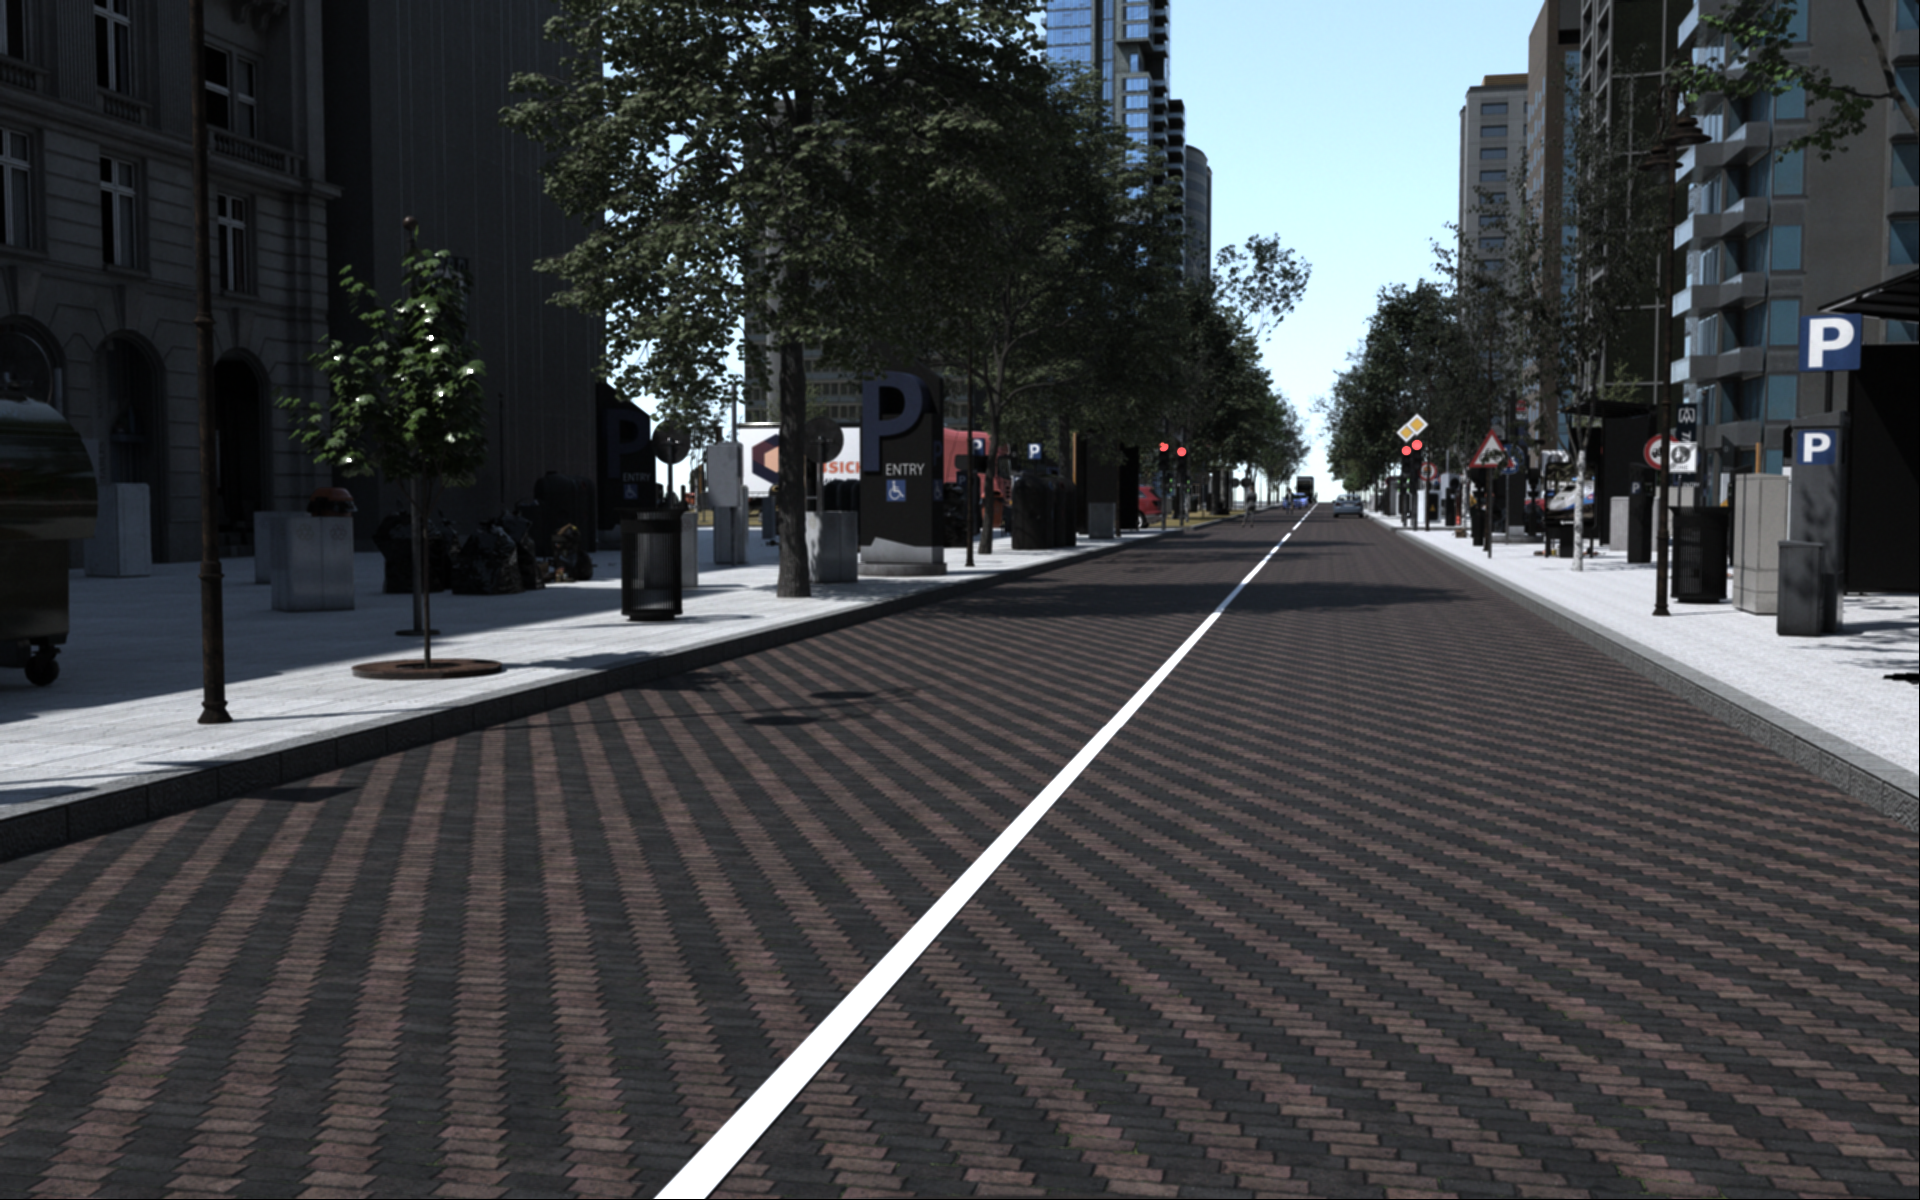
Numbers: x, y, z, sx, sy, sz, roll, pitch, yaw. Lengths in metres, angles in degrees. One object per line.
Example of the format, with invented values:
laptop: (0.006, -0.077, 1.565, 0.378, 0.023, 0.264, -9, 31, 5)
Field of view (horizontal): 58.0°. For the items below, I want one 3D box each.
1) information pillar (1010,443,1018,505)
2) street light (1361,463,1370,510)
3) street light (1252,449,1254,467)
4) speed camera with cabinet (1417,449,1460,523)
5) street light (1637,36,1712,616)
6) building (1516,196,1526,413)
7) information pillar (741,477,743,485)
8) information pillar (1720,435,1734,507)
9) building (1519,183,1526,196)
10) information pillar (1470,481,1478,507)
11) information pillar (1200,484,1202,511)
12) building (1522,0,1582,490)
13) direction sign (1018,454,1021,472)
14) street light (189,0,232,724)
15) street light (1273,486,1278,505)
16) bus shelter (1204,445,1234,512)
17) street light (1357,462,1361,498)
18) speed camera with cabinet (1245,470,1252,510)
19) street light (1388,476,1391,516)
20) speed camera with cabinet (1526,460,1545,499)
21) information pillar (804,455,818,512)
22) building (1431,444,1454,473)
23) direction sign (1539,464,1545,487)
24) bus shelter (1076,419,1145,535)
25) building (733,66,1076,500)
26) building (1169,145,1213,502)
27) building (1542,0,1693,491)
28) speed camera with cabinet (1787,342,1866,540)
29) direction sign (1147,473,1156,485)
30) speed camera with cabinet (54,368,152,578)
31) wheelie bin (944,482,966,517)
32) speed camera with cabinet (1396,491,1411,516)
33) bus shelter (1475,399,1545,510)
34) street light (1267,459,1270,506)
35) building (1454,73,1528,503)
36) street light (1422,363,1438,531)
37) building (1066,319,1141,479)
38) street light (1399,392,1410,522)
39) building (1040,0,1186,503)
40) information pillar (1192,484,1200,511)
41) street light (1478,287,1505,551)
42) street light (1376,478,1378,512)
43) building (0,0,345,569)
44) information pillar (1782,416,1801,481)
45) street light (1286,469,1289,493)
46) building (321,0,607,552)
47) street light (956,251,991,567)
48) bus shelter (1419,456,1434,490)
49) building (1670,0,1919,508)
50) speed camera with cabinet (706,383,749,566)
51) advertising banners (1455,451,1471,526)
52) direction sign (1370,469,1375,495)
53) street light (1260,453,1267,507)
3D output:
information pillar: (2.373, -5.294, 77.911, 0.504, 3.616, 0.183, 1, 4, 18)
street light: (35.878, -11.015, 152.881, 0.468, 5.910, 1.993, 1, 4, 12)
street light: (24.462, -10.538, 145.090, 0.468, 5.910, 1.993, 1, 4, 12)
speed camera with cabinet: (21.089, -5.016, 76.347, 2.038, 3.252, 0.660, -2, 4, -27)
street light: (7.411, -2.773, 18.122, 0.468, 5.910, 1.993, 1, 4, 12)
building: (60.793, -24.159, 166.705, 14.160, 30.474, 14.107, 1, 4, 12)
information pillar: (-8.081, -3.574, 62.921, 0.304, 2.012, 0.304, 1, 4, 20)
information pillar: (30.334, -4.719, 68.509, 0.504, 3.616, 0.183, 0, 4, -3)
building: (73.166, -30.083, 183.743, 32.217, 40.220, 23.993, 1, 4, 12)
information pillar: (28.836, -6.466, 97.070, 0.183, 3.616, 0.504, -3, 4, -38)
information pillar: (18.252, -7.810, 132.186, 0.304, 2.012, 0.304, -3, 5, -43)
building: (57.619, -30.713, 152.261, 14.600, 45.320, 14.200, 1, 4, 12)
direction sign: (3.113, -6.528, 98.728, 0.876, 3.537, 0.379, -2, 4, -32)
street light: (-4.189, -2.249, 9.561, 0.468, 5.910, 1.993, 1, 4, 12)
street light: (37.682, -14.382, 207.925, 0.468, 5.910, 1.993, 1, 4, 12)
bus shelter: (19.358, -9.291, 129.541, 2.179, 5.291, 8.768, 1, 4, 12)
street light: (40.334, -12.318, 174.183, 0.468, 5.910, 1.993, 1, 4, 12)
speed camera with cabinet: (23.095, -8.842, 138.905, 0.660, 3.252, 2.038, 1, 4, 9)
street light: (24.703, -7.756, 99.591, 0.468, 5.910, 1.993, 1, 4, 12)
speed camera with cabinet: (33.998, -6.552, 101.459, 2.038, 3.252, 0.660, -3, 4, -38)
information pillar: (-2.757, -1.629, 31.132, 0.304, 2.012, 0.304, -3, 5, -43)
building: (90.434, -26.492, 278.185, 27.650, 21.520, 28.899, 1, 4, 12)
direction sign: (44.577, -8.574, 132.187, 0.876, 3.537, 0.379, -1, 4, -17)
bus shelter: (5.113, -4.039, 57.315, 1.731, 3.624, 6.357, 1, 4, 12)
building: (-3.164, -28.698, 161.094, 32.217, 40.220, 23.993, 1, 4, 12)
building: (30.027, -45.565, 286.980, 21.231, 58.520, 28.212, 1, 4, 12)
building: (54.736, -42.015, 125.196, 20.563, 71.187, 20.611, 1, 4, 12)
speed camera with cabinet: (11.372, -1.766, 23.207, 0.660, 3.252, 2.038, -1, 4, -12)
direction sign: (15.659, -9.178, 142.050, 0.876, 3.537, 0.379, 3, 4, 38)
speed camera with cabinet: (-13.498, -2.002, 27.071, 2.038, 3.252, 0.660, 2, 4, 34)
wheelie bin: (-0.234, -2.380, 46.820, 0.693, 1.594, 0.980, 2, 4, 30)
speed camera with cabinet: (26.118, -6.430, 99.466, 2.038, 3.252, 0.660, 1, 4, 14)
bus shelter: (22.295, -5.697, 70.773, 2.179, 5.291, 8.768, 1, 4, 12)
street light: (33.306, -13.113, 187.192, 0.468, 5.910, 1.993, 1, 4, 12)
building: (82.301, -43.232, 248.838, 21.231, 58.520, 28.212, 1, 4, 12)
street light: (16.196, -5.323, 59.823, 0.468, 5.910, 1.993, 1, 4, 12)
building: (4.242, -20.920, 187.084, 27.650, 21.520, 28.899, 1, 4, 12)
street light: (20.180, -6.481, 78.754, 0.468, 5.910, 1.993, 1, 4, 12)
building: (23.239, -57.778, 257.345, 22.319, 86.520, 31.000, 1, 4, 12)
information pillar: (17.242, -7.512, 127.308, 0.304, 2.012, 0.304, 1, 4, 16)
street light: (11.867, -4.040, 38.839, 0.468, 5.910, 1.993, 1, 4, 12)
street light: (29.006, -9.031, 120.445, 0.468, 5.910, 1.993, 1, 4, 12)
building: (-21.631, -11.305, 26.634, 13.314, 21.916, 24.055, 1, 4, 12)
information pillar: (25.111, -3.728, 52.305, 0.183, 3.616, 0.504, -3, 5, -42)
street light: (50.648, -18.105, 268.800, 0.468, 5.910, 1.993, 1, 4, 12)
building: (-25.936, -13.965, 47.401, 30.058, 24.678, 14.314, 1, 4, 12)
street light: (0.176, -3.532, 30.530, 0.468, 5.910, 1.993, 1, 4, 12)
bus shelter: (32.145, -8.604, 118.304, 2.179, 5.291, 8.768, 1, 4, 12)
building: (52.259, -28.576, 86.830, 30.456, 49.044, 23.786, 1, 4, 12)
speed camera with cabinet: (-4.234, -2.278, 31.575, 0.660, 3.252, 2.038, 0, 4, -2)
advertising banners: (20.382, -4.563, 70.787, 0.090, 3.025, 2.074, -1, 4, -10)
direction sign: (32.944, -8.936, 138.092, 0.876, 3.537, 0.379, -3, 5, -41)
street light: (28.873, -11.828, 166.179, 0.468, 5.910, 1.993, 1, 4, 12)
